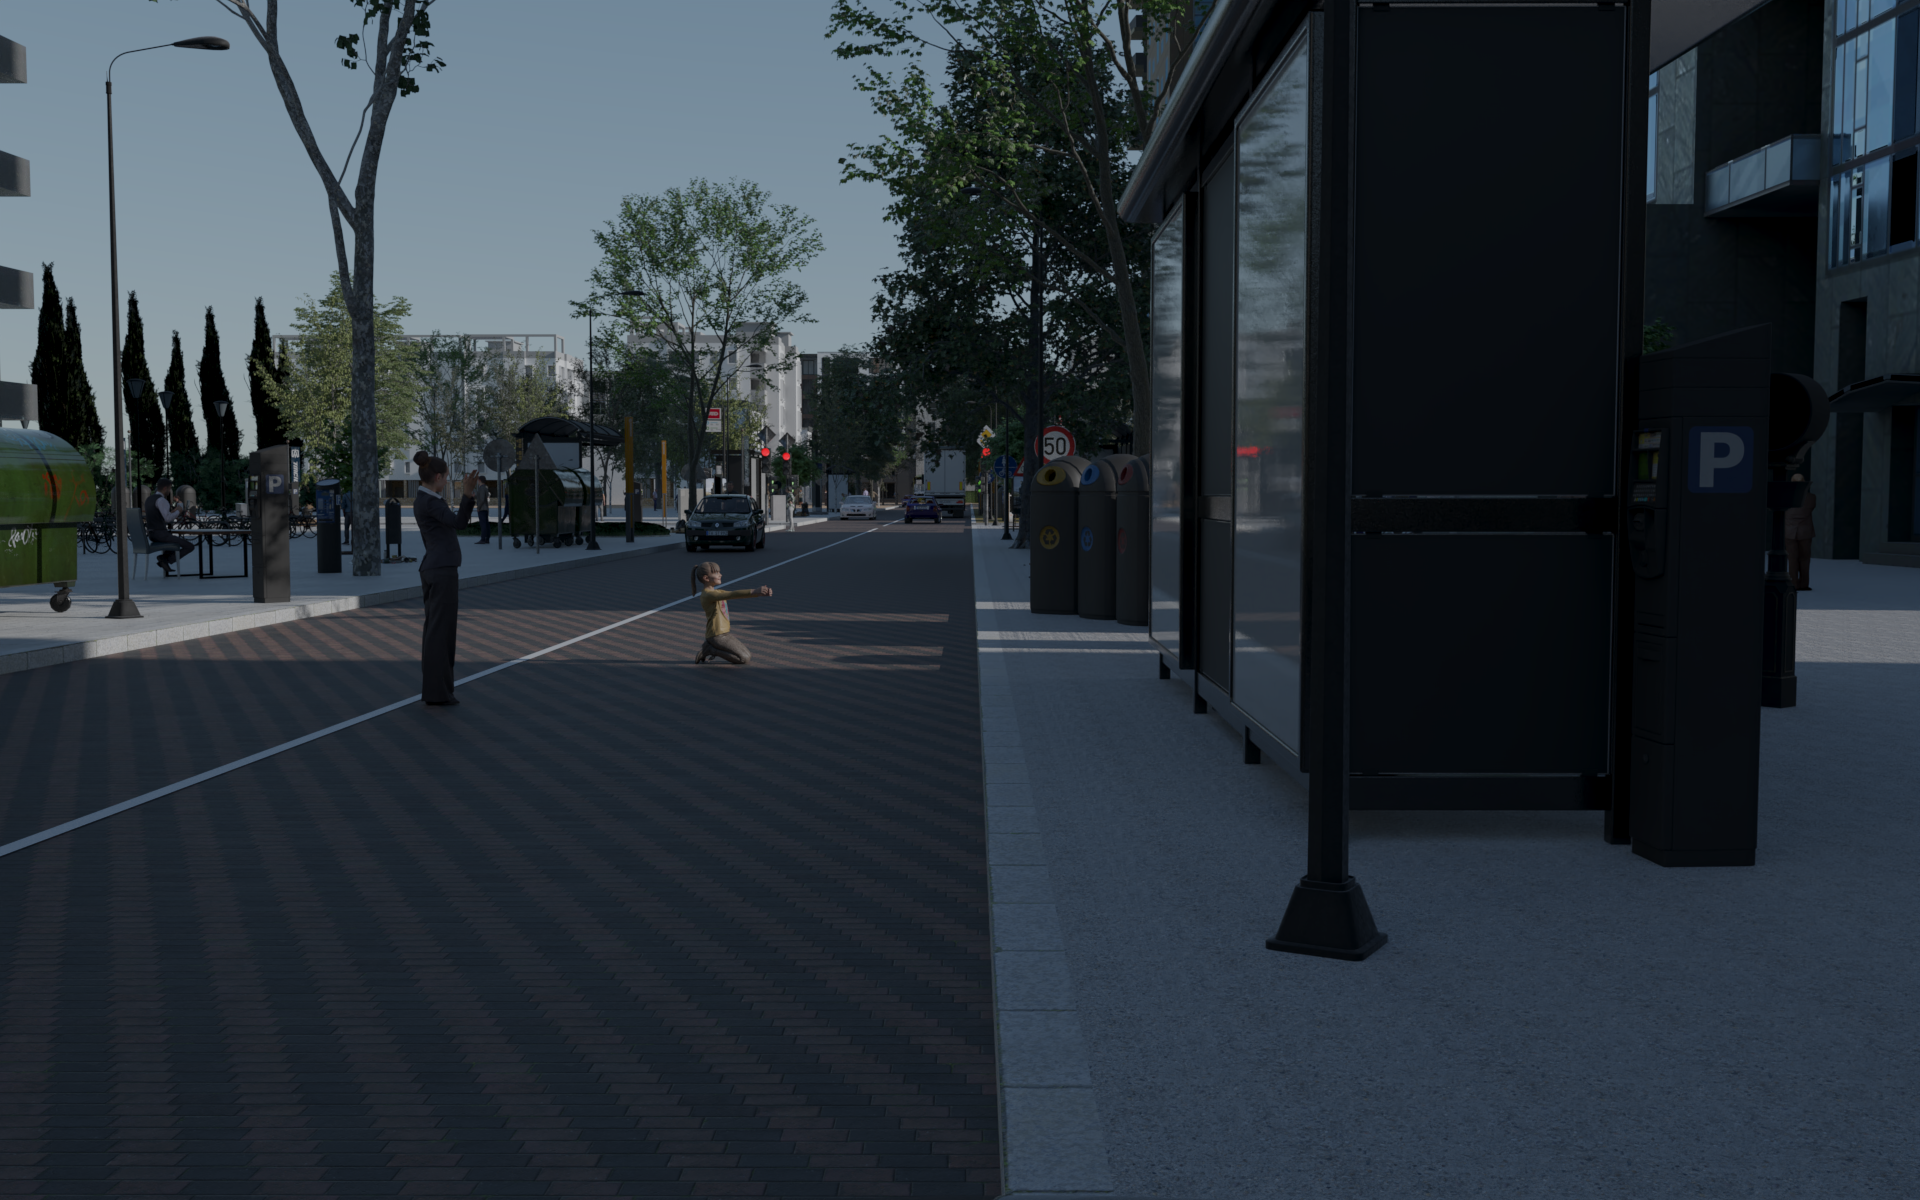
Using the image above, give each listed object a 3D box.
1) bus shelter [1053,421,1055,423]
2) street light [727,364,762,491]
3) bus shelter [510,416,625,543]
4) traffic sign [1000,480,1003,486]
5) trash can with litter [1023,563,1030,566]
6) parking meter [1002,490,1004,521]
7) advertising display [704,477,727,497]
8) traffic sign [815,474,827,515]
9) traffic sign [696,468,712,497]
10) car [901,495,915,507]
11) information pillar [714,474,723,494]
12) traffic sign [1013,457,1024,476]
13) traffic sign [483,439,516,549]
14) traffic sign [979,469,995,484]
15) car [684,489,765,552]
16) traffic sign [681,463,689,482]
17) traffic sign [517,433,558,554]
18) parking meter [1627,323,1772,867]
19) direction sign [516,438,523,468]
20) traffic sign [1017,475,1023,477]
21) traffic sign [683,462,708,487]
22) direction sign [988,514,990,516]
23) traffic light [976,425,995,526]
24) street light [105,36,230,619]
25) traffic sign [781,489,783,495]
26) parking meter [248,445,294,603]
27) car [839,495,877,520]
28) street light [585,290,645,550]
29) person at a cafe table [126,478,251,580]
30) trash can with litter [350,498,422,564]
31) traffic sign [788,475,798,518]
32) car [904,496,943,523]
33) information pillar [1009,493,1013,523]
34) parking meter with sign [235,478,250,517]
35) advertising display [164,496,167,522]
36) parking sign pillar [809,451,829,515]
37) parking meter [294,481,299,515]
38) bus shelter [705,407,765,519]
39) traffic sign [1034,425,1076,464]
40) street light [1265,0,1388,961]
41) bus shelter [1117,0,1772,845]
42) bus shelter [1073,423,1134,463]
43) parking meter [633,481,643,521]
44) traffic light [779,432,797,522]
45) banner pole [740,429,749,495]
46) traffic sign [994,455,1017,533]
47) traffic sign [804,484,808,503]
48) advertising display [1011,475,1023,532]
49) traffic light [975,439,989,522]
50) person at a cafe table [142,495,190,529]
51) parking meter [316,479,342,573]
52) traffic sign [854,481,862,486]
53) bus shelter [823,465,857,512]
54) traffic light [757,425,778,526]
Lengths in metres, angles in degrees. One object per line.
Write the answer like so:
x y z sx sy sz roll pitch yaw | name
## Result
4.443 -6.524 84.299 2.179 5.291 8.768 0 4 0 | bus shelter
-7.771 -5.474 62.046 1.470 5.913 1.316 0 4 0 | street light
-10.656 -3.298 47.842 2.014 3.302 5.546 0 4 0 | bus shelter
3.054 -8.214 134.302 0.884 2.594 0.081 1 4 10 | traffic sign
2.224 -1.193 30.570 1.678 1.210 2.233 -2 4 -23 | trash can with litter
2.158 -4.451 81.183 0.372 1.533 0.369 0 3 0 | parking meter
-9.473 -3.789 67.167 0.974 1.923 0.123 -3 4 -37 | advertising display
-8.457 -6.443 105.455 0.768 2.556 0.104 1 4 10 | traffic sign
-10.025 -4.018 67.821 0.606 2.300 0.079 0 4 5 | traffic sign
-5.456 -10.761 188.522 1.945 1.354 3.894 0 4 0 | car
-8.828 -3.595 63.270 0.304 2.012 0.304 0 4 -3 | information pillar
1.966 -3.036 49.647 0.884 2.594 0.081 0 4 2 | traffic sign
-10.663 -2.446 40.094 0.768 2.556 0.104 0 4 3 | traffic sign
1.320 -5.128 83.956 0.768 2.556 0.104 0 4 7 | traffic sign
-5.980 -2.112 44.318 2.009 1.686 4.222 0 4 -1 | car
-11.120 -4.365 71.470 0.768 2.556 0.104 0 4 4 | traffic sign
-9.070 -2.272 37.150 0.884 2.594 0.081 0 4 4 | traffic sign
2.555 -0.019 6.023 0.399 1.863 0.255 0 4 -3 | parking meter
-16.953 -4.614 67.434 0.876 3.537 0.379 2 4 32 | direction sign
2.169 -3.206 52.428 0.884 2.594 0.081 0 4 5 | traffic sign
-9.344 -3.745 61.226 0.884 2.594 0.081 0 4 2 | traffic sign
1.583 -6.595 99.828 0.379 3.537 0.876 -1 4 -15 | direction sign
1.057 -4.990 70.504 0.839 4.253 0.868 0 4 0 | traffic light
-8.110 -2.765 17.742 1.470 5.913 1.316 0 4 0 | street light
-10.666 -6.347 103.880 0.768 2.556 0.104 0 4 7 | traffic sign
-8.163 -0.902 20.459 0.255 1.863 0.399 3 5 39 | parking meter
-5.646 -5.142 96.435 2.083 1.381 4.827 0 3 0 | car
-7.885 -4.102 39.617 1.470 5.913 1.316 0 4 0 | street light
-11.835 -1.098 26.466 1.698 1.524 1.622 3 4 38 | person at a cafe table
-10.826 -1.297 32.267 1.678 1.210 2.233 0 4 6 | trash can with litter
-8.944 -5.528 92.508 0.606 2.300 0.079 1 4 9 | traffic sign
-1.814 -4.471 85.688 1.945 1.354 3.894 0 4 2 | car
2.176 -4.479 77.729 0.304 2.012 0.304 3 4 39 | information pillar
-32.399 -5.088 79.447 0.543 3.016 1.738 2 4 27 | parking meter with sign
-32.188 -3.964 70.031 0.123 1.923 0.974 -2 4 -30 | advertising display
-8.922 -7.309 107.975 1.447 3.967 1.447 -1 4 -15 | parking sign pillar
-30.456 -4.493 79.163 0.255 1.863 0.399 2 4 35 | parking meter
-10.697 -6.446 83.030 2.179 5.291 8.768 0 4 1 | bus shelter
1.768 -1.963 32.207 0.768 2.556 0.104 1 4 9 | traffic sign
0.504 -1.971 4.762 1.470 5.913 1.316 0 4 0 | street light
2.164 -2.007 10.440 2.179 5.291 8.768 0 4 0 | bus shelter
3.959 -3.400 49.510 2.014 3.302 5.546 0 4 0 | bus shelter
-14.813 -4.529 79.761 0.399 1.863 0.255 1 4 9 | parking meter
-7.818 -5.480 78.525 0.839 4.253 0.868 0 4 0 | traffic light
-8.211 -4.655 66.130 0.401 3.779 0.863 -2 4 -31 | banner pole
1.480 -3.451 56.530 0.768 2.556 0.104 0 4 1 | traffic sign
-10.806 -7.368 120.577 0.768 2.556 0.104 0 4 2 | traffic sign
2.201 -3.312 59.360 0.974 1.923 0.123 -2 4 -28 | advertising display
1.103 -5.478 78.489 0.839 4.253 0.868 0 4 0 | traffic light
-27.305 -2.960 59.261 1.726 1.238 1.698 -1 4 -17 | person at a cafe table
-10.261 -1.208 28.154 0.372 1.533 0.369 0 3 0 | parking meter
-9.095 -9.408 153.930 0.768 2.556 0.104 1 4 8 | traffic sign
-8.544 -7.916 123.342 2.014 3.302 5.546 0 4 0 | bus shelter
-7.865 -4.992 70.540 0.839 4.253 0.868 0 4 0 | traffic light
